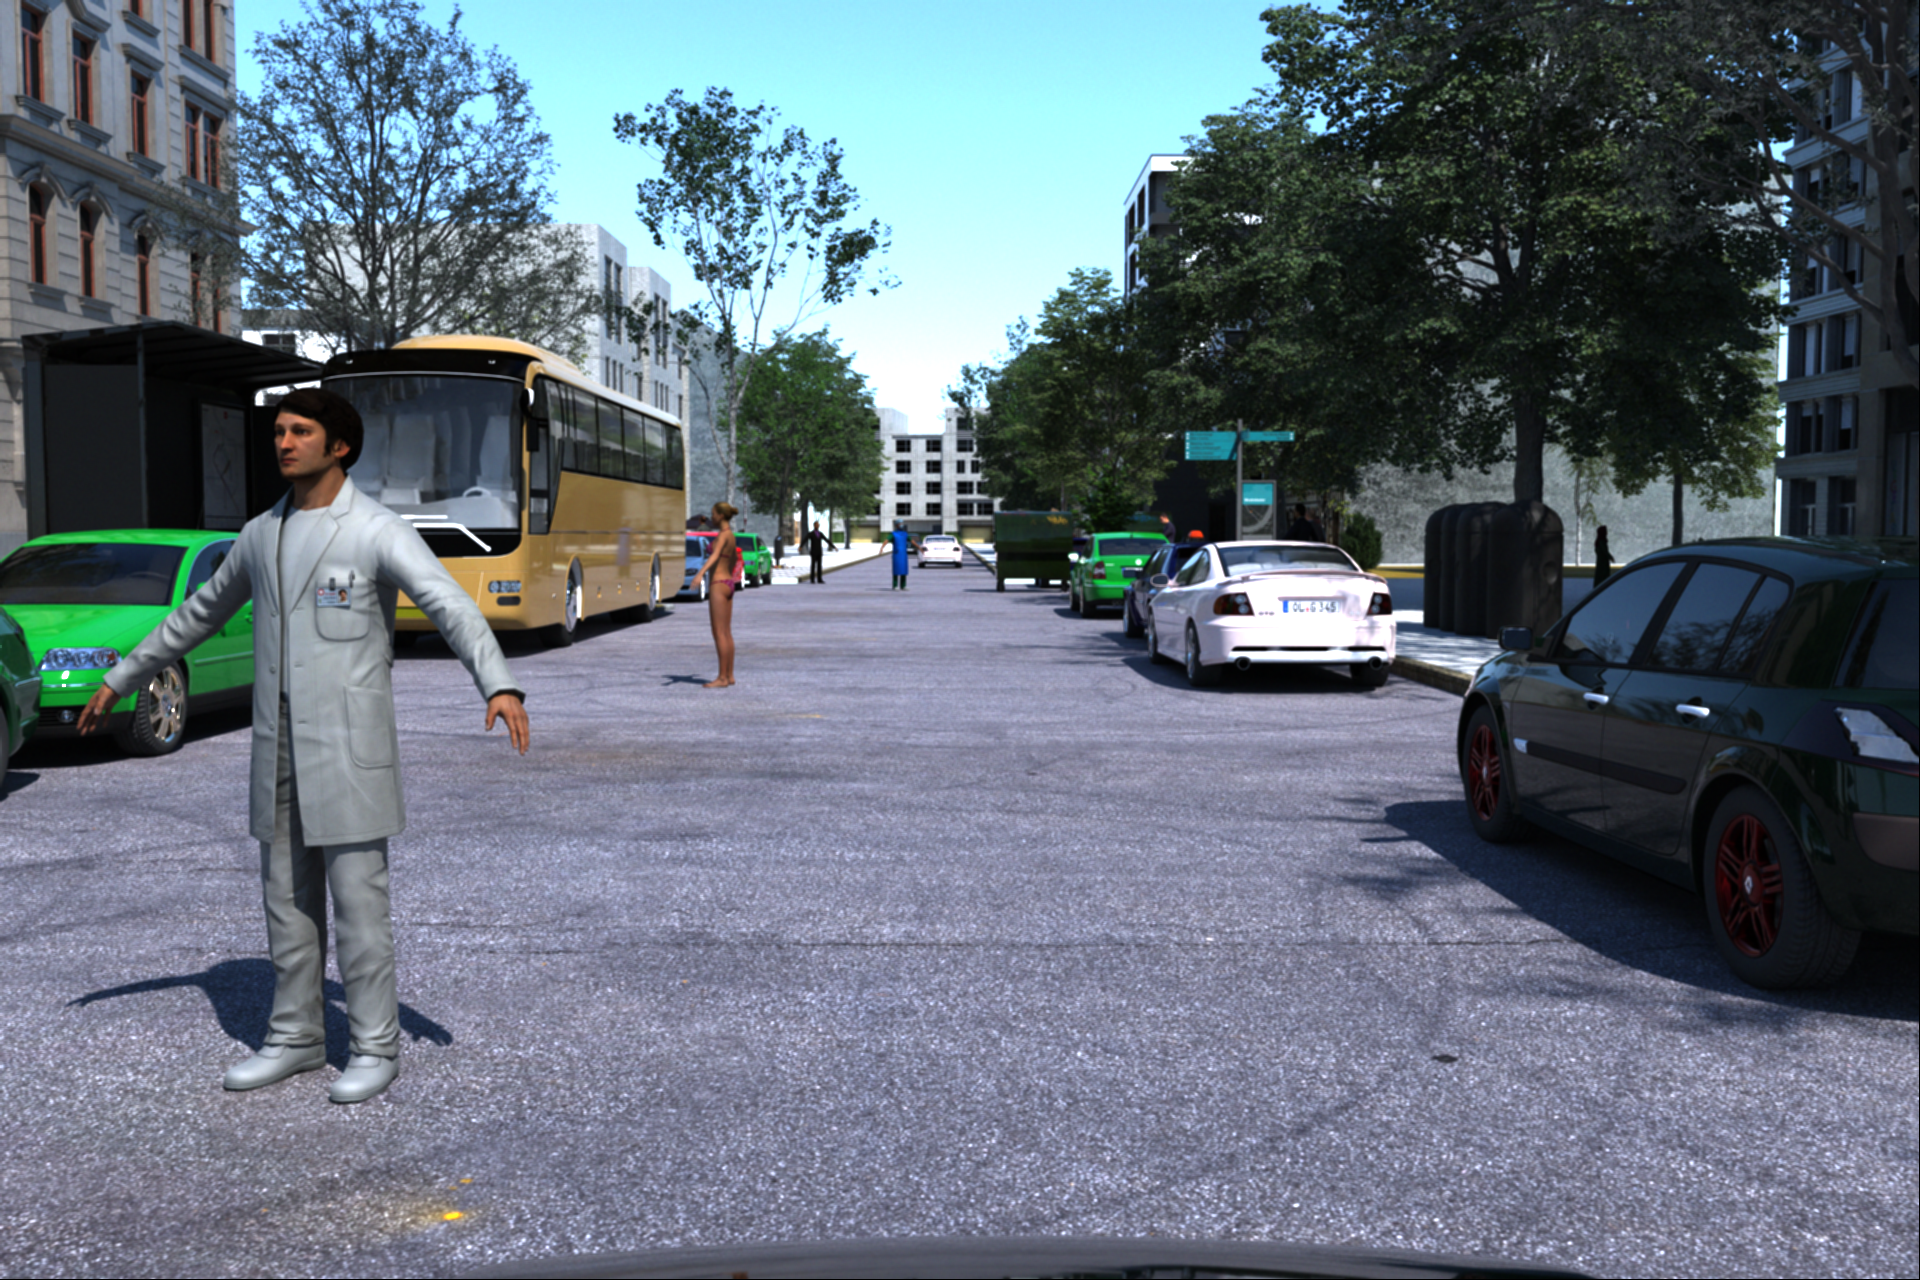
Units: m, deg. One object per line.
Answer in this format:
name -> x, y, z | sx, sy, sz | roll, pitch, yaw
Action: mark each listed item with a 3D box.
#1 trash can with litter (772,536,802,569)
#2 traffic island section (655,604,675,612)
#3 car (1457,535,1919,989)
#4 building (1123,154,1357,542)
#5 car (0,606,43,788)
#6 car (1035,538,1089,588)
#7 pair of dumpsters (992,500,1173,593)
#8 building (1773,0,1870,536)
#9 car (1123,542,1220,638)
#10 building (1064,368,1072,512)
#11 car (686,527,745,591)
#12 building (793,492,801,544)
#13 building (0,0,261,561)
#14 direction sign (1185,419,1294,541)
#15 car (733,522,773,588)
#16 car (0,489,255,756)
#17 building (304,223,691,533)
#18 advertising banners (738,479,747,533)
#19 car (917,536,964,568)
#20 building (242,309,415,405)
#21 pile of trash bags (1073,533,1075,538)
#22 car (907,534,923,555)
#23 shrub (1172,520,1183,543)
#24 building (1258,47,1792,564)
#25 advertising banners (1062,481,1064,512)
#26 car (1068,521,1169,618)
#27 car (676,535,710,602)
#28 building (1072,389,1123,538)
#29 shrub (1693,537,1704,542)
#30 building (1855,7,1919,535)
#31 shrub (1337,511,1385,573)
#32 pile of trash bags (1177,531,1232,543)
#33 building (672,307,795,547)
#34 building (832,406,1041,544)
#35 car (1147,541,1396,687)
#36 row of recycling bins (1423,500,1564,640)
trash can with litter -> -6.675, -3.289, 64.836 | 1.678, 1.210, 2.233 | 0, 4, 1
traffic island section -> -6.442, -0.598, 32.650 | 1.991, 0.108, 1.994 | 0, 4, -1
car -> 3.304, 0.179, 6.858 | 2.009, 1.686, 4.222 | 0, 4, -1
building -> 24.043, -16.268, 109.959 | 27.936, 21.610, 32.646 | 0, 4, -1
car -> -5.986, 0.257, 7.590 | 2.131, 1.459, 4.920 | 0, 3, 0
car -> 2.944, -2.103, 46.972 | 1.945, 1.354, 3.894 | 0, 4, 0
pair of dumpsters -> 3.019, -2.323, 42.929 | 4.436, 2.255, 1.574 | 0, 4, -1
building -> 27.984, -11.952, 42.096 | 8.464, 21.280, 15.925 | 0, 4, 0
car -> 3.172, -0.625, 22.794 | 1.945, 1.354, 3.894 | 0, 4, -2
building -> 24.105, -22.877, 218.016 | 27.936, 21.610, 32.646 | 0, 4, -1
car -> -6.363, -2.042, 42.422 | 2.155, 1.783, 4.494 | 0, 4, 0
building -> -25.336, -21.872, 214.030 | 16.016, 20.090, 11.380 | 0, 4, -1
building -> -28.308, -15.579, 42.106 | 14.401, 28.519, 23.554 | 0, 4, 0
direction sign -> 6.486, -3.115, 39.692 | 2.525, 3.948, 1.411 | 0, 4, 0
car -> -6.234, -2.379, 47.698 | 1.959, 1.807, 4.718 | 0, 3, 0
car -> -6.011, -0.230, 12.563 | 1.959, 1.807, 4.718 | 0, 4, 0
building -> -28.799, -15.174, 114.556 | 16.747, 18.905, 31.486 | 0, 4, 0
advertising banners -> -6.878, -3.588, 54.850 | 0.090, 3.025, 2.074 | 0, 4, -1
car -> -0.845, -3.761, 73.847 | 2.083, 1.381, 4.827 | 0, 4, -1
building -> -27.663, -8.356, 78.773 | 9.099, 9.664, 28.070 | 0, 4, 0
pile of trash bags -> 3.429, -2.653, 53.125 | 1.912, 1.369, 3.447 | 0, 4, -2
car -> -3.091, -5.899, 106.236 | 2.009, 1.686, 4.222 | 0, 4, -1
shrub -> 6.596, -3.226, 57.168 | 1.690, 2.028, 1.600 | 0, 3, 0
building -> 25.383, -15.367, 82.181 | 19.493, 23.208, 18.063 | 0, 4, -1
advertising banners -> 3.355, -3.776, 57.920 | 0.090, 3.025, 2.074 | 0, 4, -1
car -> 2.943, -1.354, 30.927 | 1.959, 1.807, 4.718 | 0, 4, 0
car -> -6.259, -1.582, 37.874 | 2.014, 1.417, 4.499 | 0, 3, 0
building -> 21.773, -21.736, 186.314 | 19.493, 23.208, 18.063 | 0, 4, 0
shrub -> 25.575, -2.973, 59.728 | 1.383, 1.207, 1.383 | 0, 3, 0
building -> 27.423, -13.067, 16.846 | 19.350, 26.588, 34.151 | 0, 4, 0
shrub -> 13.222, -3.257, 57.290 | 1.661, 2.075, 1.752 | 0, 3, 0
pile of trash bags -> 6.248, -2.142, 44.782 | 1.912, 1.369, 3.447 | 0, 4, 0
building -> -27.035, -21.198, 177.520 | 19.493, 23.208, 18.063 | 0, 4, -1
building -> -1.193, -23.114, 246.823 | 31.486, 18.905, 16.747 | 0, 4, 6
car -> 3.054, -0.324, 17.652 | 2.083, 1.381, 4.827 | 0, 4, -1
row of recycling bins -> 6.794, -0.932, 22.351 | 1.069, 1.692, 3.534 | 0, 4, -1
